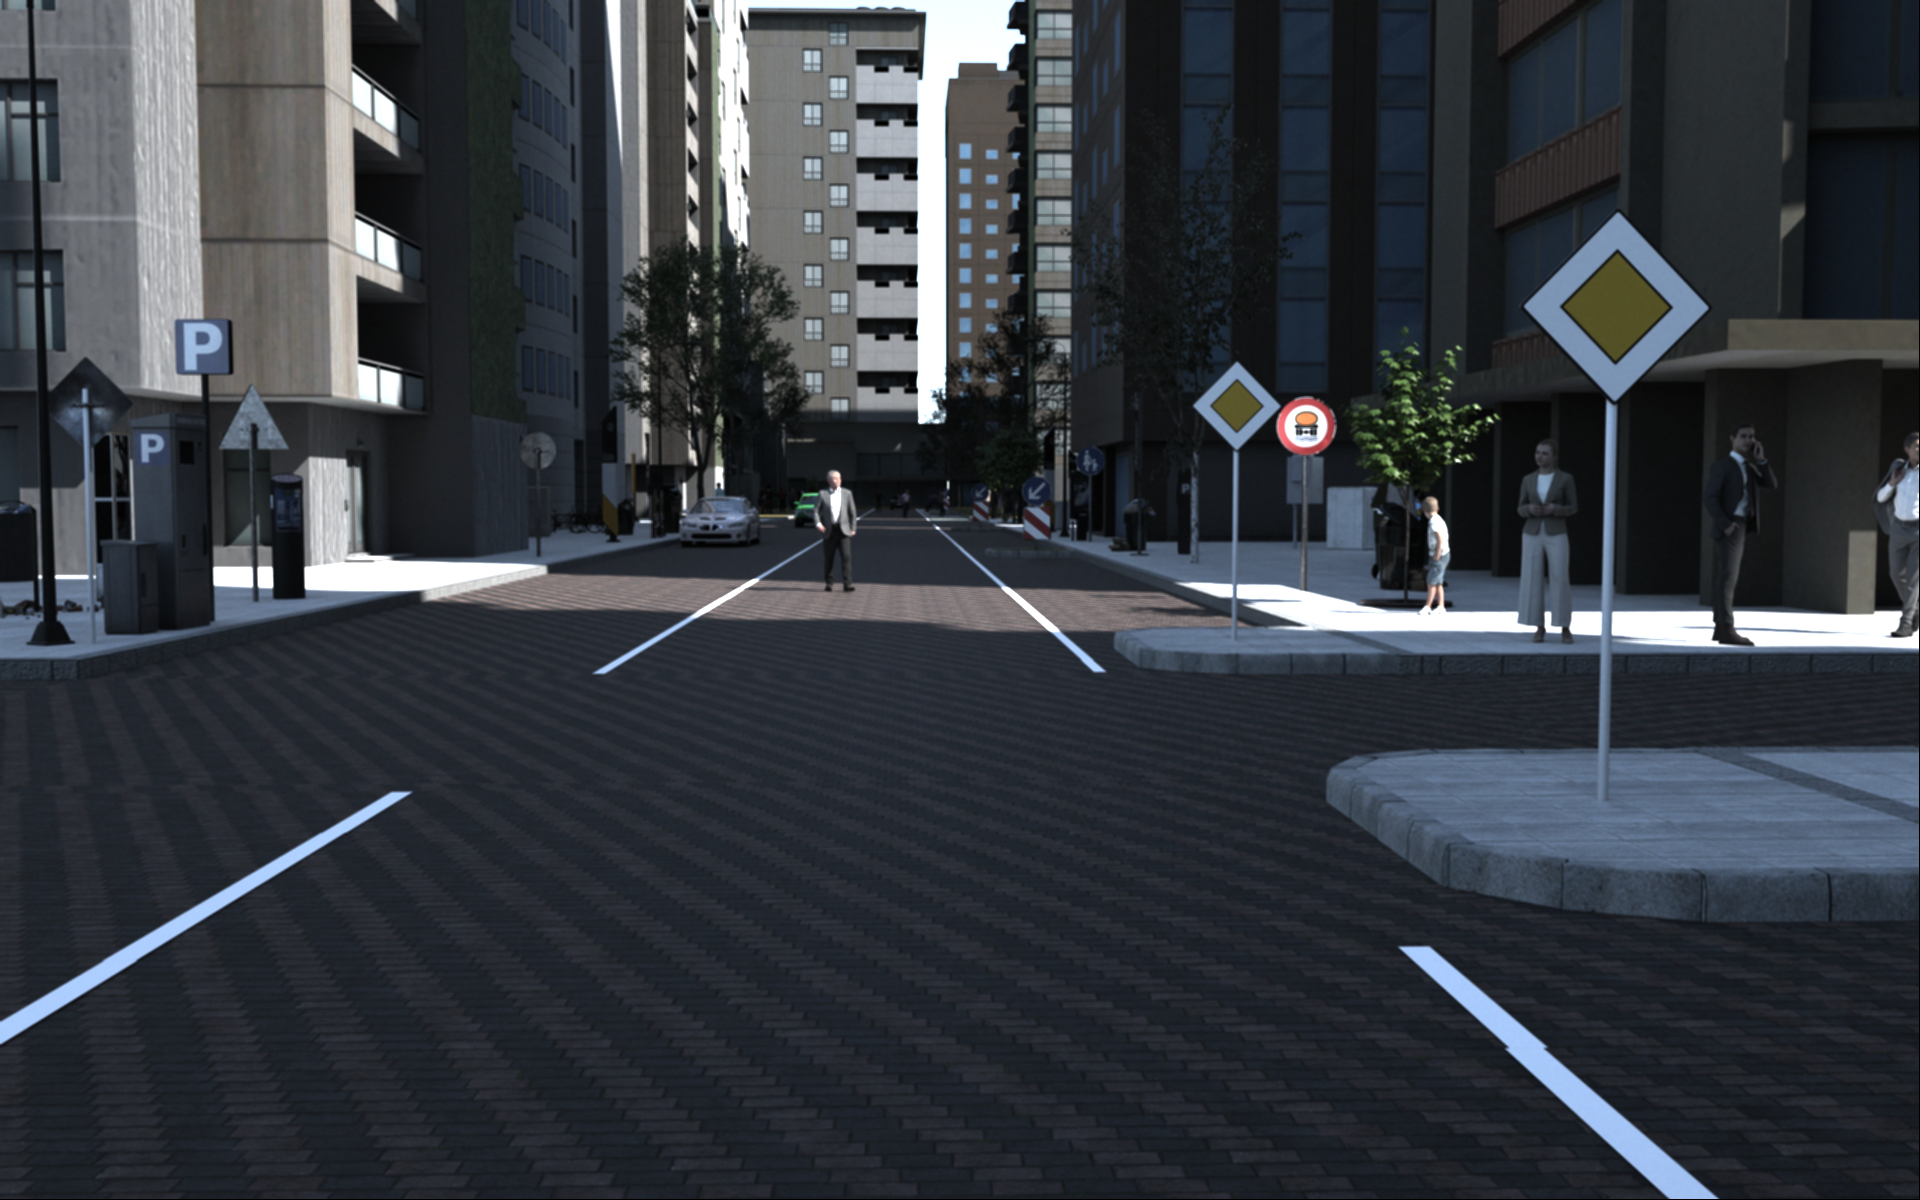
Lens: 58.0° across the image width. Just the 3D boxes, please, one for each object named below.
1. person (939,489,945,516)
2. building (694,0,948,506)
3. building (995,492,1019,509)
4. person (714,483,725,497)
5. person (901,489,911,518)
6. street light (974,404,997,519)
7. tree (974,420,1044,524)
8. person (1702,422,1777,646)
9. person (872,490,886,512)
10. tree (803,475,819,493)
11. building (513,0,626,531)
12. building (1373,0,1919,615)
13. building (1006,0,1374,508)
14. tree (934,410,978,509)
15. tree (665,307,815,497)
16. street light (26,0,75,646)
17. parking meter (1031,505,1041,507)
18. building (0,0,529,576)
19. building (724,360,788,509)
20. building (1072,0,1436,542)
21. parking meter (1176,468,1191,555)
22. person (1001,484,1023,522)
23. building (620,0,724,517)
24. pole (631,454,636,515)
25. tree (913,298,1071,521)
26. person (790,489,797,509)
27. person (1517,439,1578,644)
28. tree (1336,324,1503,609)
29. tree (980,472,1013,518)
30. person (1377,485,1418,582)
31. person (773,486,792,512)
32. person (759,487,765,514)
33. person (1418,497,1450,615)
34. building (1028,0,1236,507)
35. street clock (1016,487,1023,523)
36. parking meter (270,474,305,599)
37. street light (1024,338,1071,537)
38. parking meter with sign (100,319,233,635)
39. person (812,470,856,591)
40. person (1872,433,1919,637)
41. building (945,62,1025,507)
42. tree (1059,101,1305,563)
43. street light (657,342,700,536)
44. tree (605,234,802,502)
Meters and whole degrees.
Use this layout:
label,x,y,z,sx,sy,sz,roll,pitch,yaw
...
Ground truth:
label,x,y,z,sx,sy,sz,roll,pitch,yaw
person,-1.303,-6.213,110.620,0.750,1.759,0.617,3,5,42
building,-15.407,-36.730,189.776,27.495,52.752,28.713,0,4,-2
building,19.330,-28.092,151.179,32.217,40.220,23.993,0,4,-2
person,-11.198,-4.570,80.774,0.620,1.820,0.660,2,4,35
person,-3.198,-5.785,104.022,0.756,1.711,0.436,-2,4,-31
street light,1.184,-7.164,89.674,1.470,5.913,1.316,0,4,-2
tree,2.409,-5.596,75.212,4.285,4.588,4.351,0,3,0
person,6.722,-0.582,14.925,0.474,1.900,0.648,3,5,43
person,-6.354,-7.744,135.636,1.217,1.766,0.721,-1,4,-23
tree,-13.591,-10.236,161.953,1.663,3.219,1.824,0,3,0
building,-24.685,-31.688,60.095,21.231,58.520,28.212,0,4,-2
building,21.617,-22.778,27.049,28.867,44.769,22.147,0,4,-2
building,14.703,-28.718,124.169,22.147,44.769,28.867,0,4,-2
tree,-0.108,-12.173,149.396,4.360,8.622,3.978,0,3,0
tree,-10.603,-9.178,84.468,8.767,10.594,7.601,2,4,30
street light,-7.237,-2.575,14.646,1.470,5.913,1.316,0,4,-2
parking meter,3.045,-3.890,69.318,0.399,1.863,0.255,1,4,23
building,-16.762,-21.296,31.788,14.154,41.232,14.086,0,4,-2
building,-31.386,-51.172,149.334,31.000,86.520,22.319,0,4,-2
building,10.972,-24.582,52.024,14.600,45.320,14.200,0,4,-2
parking meter,4.825,-1.903,36.828,0.399,1.863,0.255,2,4,27
person,2.551,-4.442,78.881,1.509,1.804,0.699,2,4,30
building,-21.147,-19.921,97.417,14.160,30.474,14.107,0,4,-2
pole,-16.530,-5.744,87.756,0.158,3.312,0.155,0,3,0
tree,2.221,-9.107,83.304,8.767,10.594,7.601,0,4,-8
person,-13.963,-8.466,145.186,0.721,1.743,1.217,-2,4,-29
person,5.050,-0.512,14.970,0.519,1.759,0.362,2,4,34
tree,5.071,-1.549,19.928,1.663,3.219,1.824,0,3,0
tree,2.149,-6.721,104.486,1.663,3.219,1.824,0,3,0
person,6.247,-1.133,24.749,0.728,1.800,0.709,-1,4,-22
person,-12.464,-7.070,121.581,1.348,1.831,0.705,-1,4,-15
person,-12.539,-6.373,110.764,0.721,1.766,1.217,-2,4,-32
person,5.020,-0.466,18.344,0.332,1.250,0.352,-3,4,-37
building,10.914,-25.593,102.039,14.154,41.232,14.086,0,4,-2
street clock,2.710,-4.496,78.081,0.358,2.002,0.471,2,4,35
parking meter,-8.246,-0.785,21.247,0.372,1.533,0.369,0,3,0
street light,2.598,-4.844,51.748,1.470,5.913,1.316,0,4,-2
parking meter with sign,-7.577,-1.241,16.548,0.543,3.016,1.738,0,4,2
person,-1.807,-1.010,25.412,0.661,1.777,0.834,-1,4,-20
person,8.606,-0.585,15.711,0.850,1.850,0.679,-3,4,-38
building,5.682,-32.622,183.476,14.200,45.320,14.600,0,4,-2
tree,4.123,-4.994,32.011,4.360,8.622,3.978,0,3,0
street light,-8.618,-4.913,52.872,1.470,5.913,1.316,0,4,-2
tree,-10.144,-8.718,68.294,9.928,11.665,9.643,0,3,0
